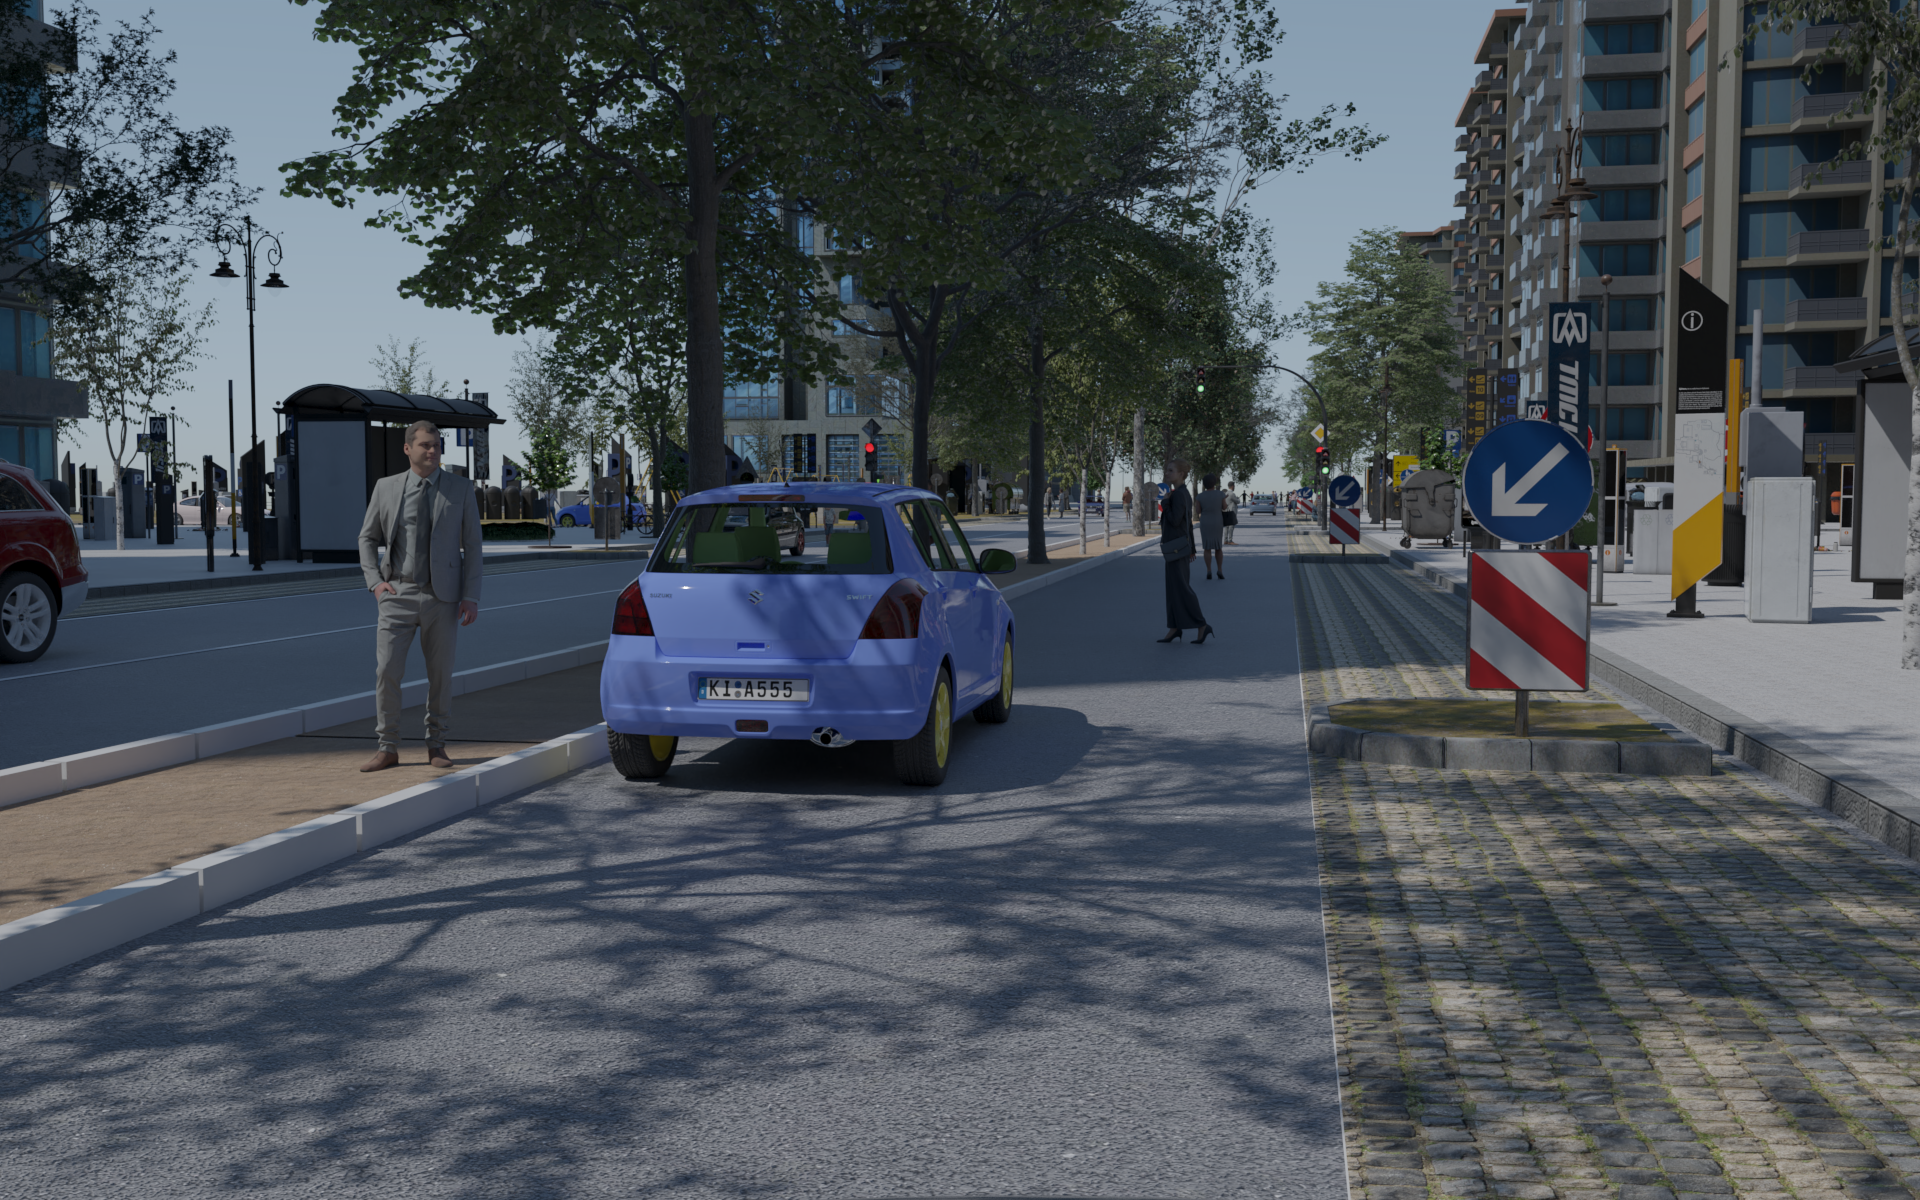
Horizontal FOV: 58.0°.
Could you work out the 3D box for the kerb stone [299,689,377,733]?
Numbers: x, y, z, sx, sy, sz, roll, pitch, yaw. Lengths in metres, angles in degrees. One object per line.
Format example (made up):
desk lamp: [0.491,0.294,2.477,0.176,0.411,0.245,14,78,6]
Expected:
kerb stone: [-3.870,0.697,10.826,0.120,0.150,1.000,1,4,11]

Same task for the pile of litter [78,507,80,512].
pile of litter: [-61.017,-6.572,121.416,1.176,0.858,1.719,2,4,35]

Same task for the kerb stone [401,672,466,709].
kerb stone: [-3.682,0.633,11.839,0.120,0.150,1.000,1,4,11]

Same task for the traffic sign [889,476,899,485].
traffic sign: [-3.661,-5.731,95.830,0.606,2.300,0.079,1,4,11]

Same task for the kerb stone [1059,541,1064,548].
kerb stone: [2.512,-1.402,45.133,0.120,0.150,1.000,1,4,11]

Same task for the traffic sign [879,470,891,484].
traffic sign: [-4.205,-5.789,94.661,0.884,2.594,0.081,1,4,15]

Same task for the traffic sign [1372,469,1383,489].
traffic sign: [21.393,-5.395,88.315,0.768,2.556,0.104,1,4,17]

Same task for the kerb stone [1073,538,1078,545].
kerb stone: [3.081,-1.588,48.160,0.120,0.150,1.000,1,4,11]

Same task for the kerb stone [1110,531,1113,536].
kerb stone: [4.962,-2.204,58.232,0.120,0.150,1.000,1,4,11]

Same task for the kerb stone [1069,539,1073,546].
kerb stone: [2.894,-1.526,47.148,0.120,0.150,1.000,1,4,11]

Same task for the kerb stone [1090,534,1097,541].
kerb stone: [4.017,-1.895,53.185,0.120,0.150,1.000,1,4,11]

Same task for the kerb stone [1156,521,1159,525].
kerb stone: [9.004,-3.529,79.901,0.120,0.150,1.000,1,4,11]

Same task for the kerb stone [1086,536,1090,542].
kerb stone: [3.646,-1.772,51.174,0.120,0.150,1.000,1,4,11]

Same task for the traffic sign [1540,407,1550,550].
traffic sign: [8.404,-1.512,24.718,0.884,2.594,0.081,1,4,12]

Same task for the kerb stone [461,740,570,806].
kerb stone: [-2.175,0.841,8.453,0.120,0.150,1.000,1,4,11]

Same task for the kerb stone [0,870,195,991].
kerb stone: [-2.746,1.028,5.428,0.120,0.150,1.000,1,4,11]

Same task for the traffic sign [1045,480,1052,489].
traffic sign: [6.526,-7.751,128.853,0.606,2.300,0.079,1,4,12]

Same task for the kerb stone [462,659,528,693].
kerb stone: [-3.498,0.576,12.845,0.120,0.150,1.000,1,4,11]

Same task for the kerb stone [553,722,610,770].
kerb stone: [-1.990,0.779,9.466,0.120,0.150,1.000,1,4,11]

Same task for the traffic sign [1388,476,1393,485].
traffic sign: [23.827,-5.858,96.960,0.795,2.450,0.064,1,4,15]

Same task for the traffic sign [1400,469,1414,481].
traffic sign: [22.769,-5.382,88.094,0.768,2.556,0.104,1,4,18]

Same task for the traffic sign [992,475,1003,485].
traffic sign: [2.431,-6.884,112.666,0.768,2.556,0.104,1,4,14]

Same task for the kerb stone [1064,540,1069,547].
kerb stone: [2.706,-1.464,46.137,0.120,0.150,1.000,1,4,11]

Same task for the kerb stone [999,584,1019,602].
kerb stone: [0.639,-0.085,23.585,0.120,0.150,1.000,1,4,11]

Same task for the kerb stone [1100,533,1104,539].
kerb stone: [4.392,-2.019,55.199,0.120,0.150,1.000,1,4,11]

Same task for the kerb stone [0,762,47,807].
kerb stone: [-4.441,0.881,7.794,0.120,0.150,1.000,1,4,11]

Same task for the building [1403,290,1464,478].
building: [73.467,-29.815,259.169,14.160,30.474,14.107,1,4,11]

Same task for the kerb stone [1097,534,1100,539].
kerb stone: [4.198,-1.957,54.192,0.120,0.150,1.000,1,4,11]

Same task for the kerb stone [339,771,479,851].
kerb stone: [-2.366,0.902,7.448,0.120,0.150,1.000,1,4,11]

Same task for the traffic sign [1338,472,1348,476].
traffic sign: [21.790,-6.010,98.375,0.768,2.556,0.104,1,4,12]

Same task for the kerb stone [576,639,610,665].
kerb stone: [-3.123,0.449,14.860,0.120,0.150,1.000,1,4,11]

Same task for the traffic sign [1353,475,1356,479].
traffic sign: [27.083,-7.294,119.254,0.884,2.594,0.081,1,4,16]

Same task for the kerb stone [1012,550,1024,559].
kerb stone: [1.212,-0.972,38.083,0.120,0.150,1.000,1,4,11]

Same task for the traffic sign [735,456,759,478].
traffic sign: [-7.221,-3.592,58.728,0.884,2.594,0.081,1,4,15]

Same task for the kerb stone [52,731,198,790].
kerb stone: [-4.254,0.821,8.812,0.120,0.150,1.000,1,4,11]

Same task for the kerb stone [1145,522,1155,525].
kerb stone: [8.430,-3.339,76.873,0.120,0.150,1.000,1,4,11]

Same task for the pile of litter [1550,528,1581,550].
pile of litter: [10.085,-0.970,29.823,1.719,0.858,1.176,-3,4,-38]

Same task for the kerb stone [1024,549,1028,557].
kerb stone: [1.394,-1.033,39.089,0.120,0.150,1.000,1,4,11]

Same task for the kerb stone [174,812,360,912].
kerb stone: [-2.559,0.964,6.433,0.120,0.150,1.000,1,4,11]

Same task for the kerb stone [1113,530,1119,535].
kerb stone: [5.334,-2.327,60.258,0.120,0.150,1.000,1,4,11]

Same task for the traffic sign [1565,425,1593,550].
traffic sign: [9.889,-1.720,28.220,0.768,2.556,0.104,1,4,13]

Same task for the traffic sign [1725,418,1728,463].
traffic sign: [12.621,-1.759,28.861,0.768,2.556,0.104,1,4,17]

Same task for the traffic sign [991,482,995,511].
traffic sign: [2.514,-7.559,124.771,0.795,2.450,0.064,1,4,17]

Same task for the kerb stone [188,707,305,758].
kerb stone: [-4.060,0.759,9.816,0.120,0.150,1.000,1,4,11]

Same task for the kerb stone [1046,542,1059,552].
kerb stone: [2.334,-1.340,44.126,0.120,0.150,1.000,1,4,11]

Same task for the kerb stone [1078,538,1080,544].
kerb stone: [3.269,-1.649,49.165,0.120,0.150,1.000,1,4,11]

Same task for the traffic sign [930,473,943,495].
traffic sign: [-1.456,-6.524,106.780,0.768,2.556,0.104,1,4,12]

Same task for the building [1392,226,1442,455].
building: [81.573,-38.243,279.902,22.147,44.769,28.867,1,4,11]

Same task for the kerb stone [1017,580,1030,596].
kerb stone: [0.826,-0.146,24.590,0.120,0.150,1.000,1,4,11]

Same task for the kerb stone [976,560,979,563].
kerb stone: [0.453,-0.724,34.055,0.120,0.150,1.000,1,4,11]

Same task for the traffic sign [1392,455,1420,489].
traffic sign: [23.469,-5.838,89.327,2.265,3.308,0.079,1,4,14]

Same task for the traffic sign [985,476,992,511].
traffic sign: [1.918,-7.466,122.073,0.884,2.594,0.081,1,4,15]

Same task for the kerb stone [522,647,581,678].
kerb stone: [-3.308,0.515,13.855,0.120,0.150,1.000,1,4,11]
